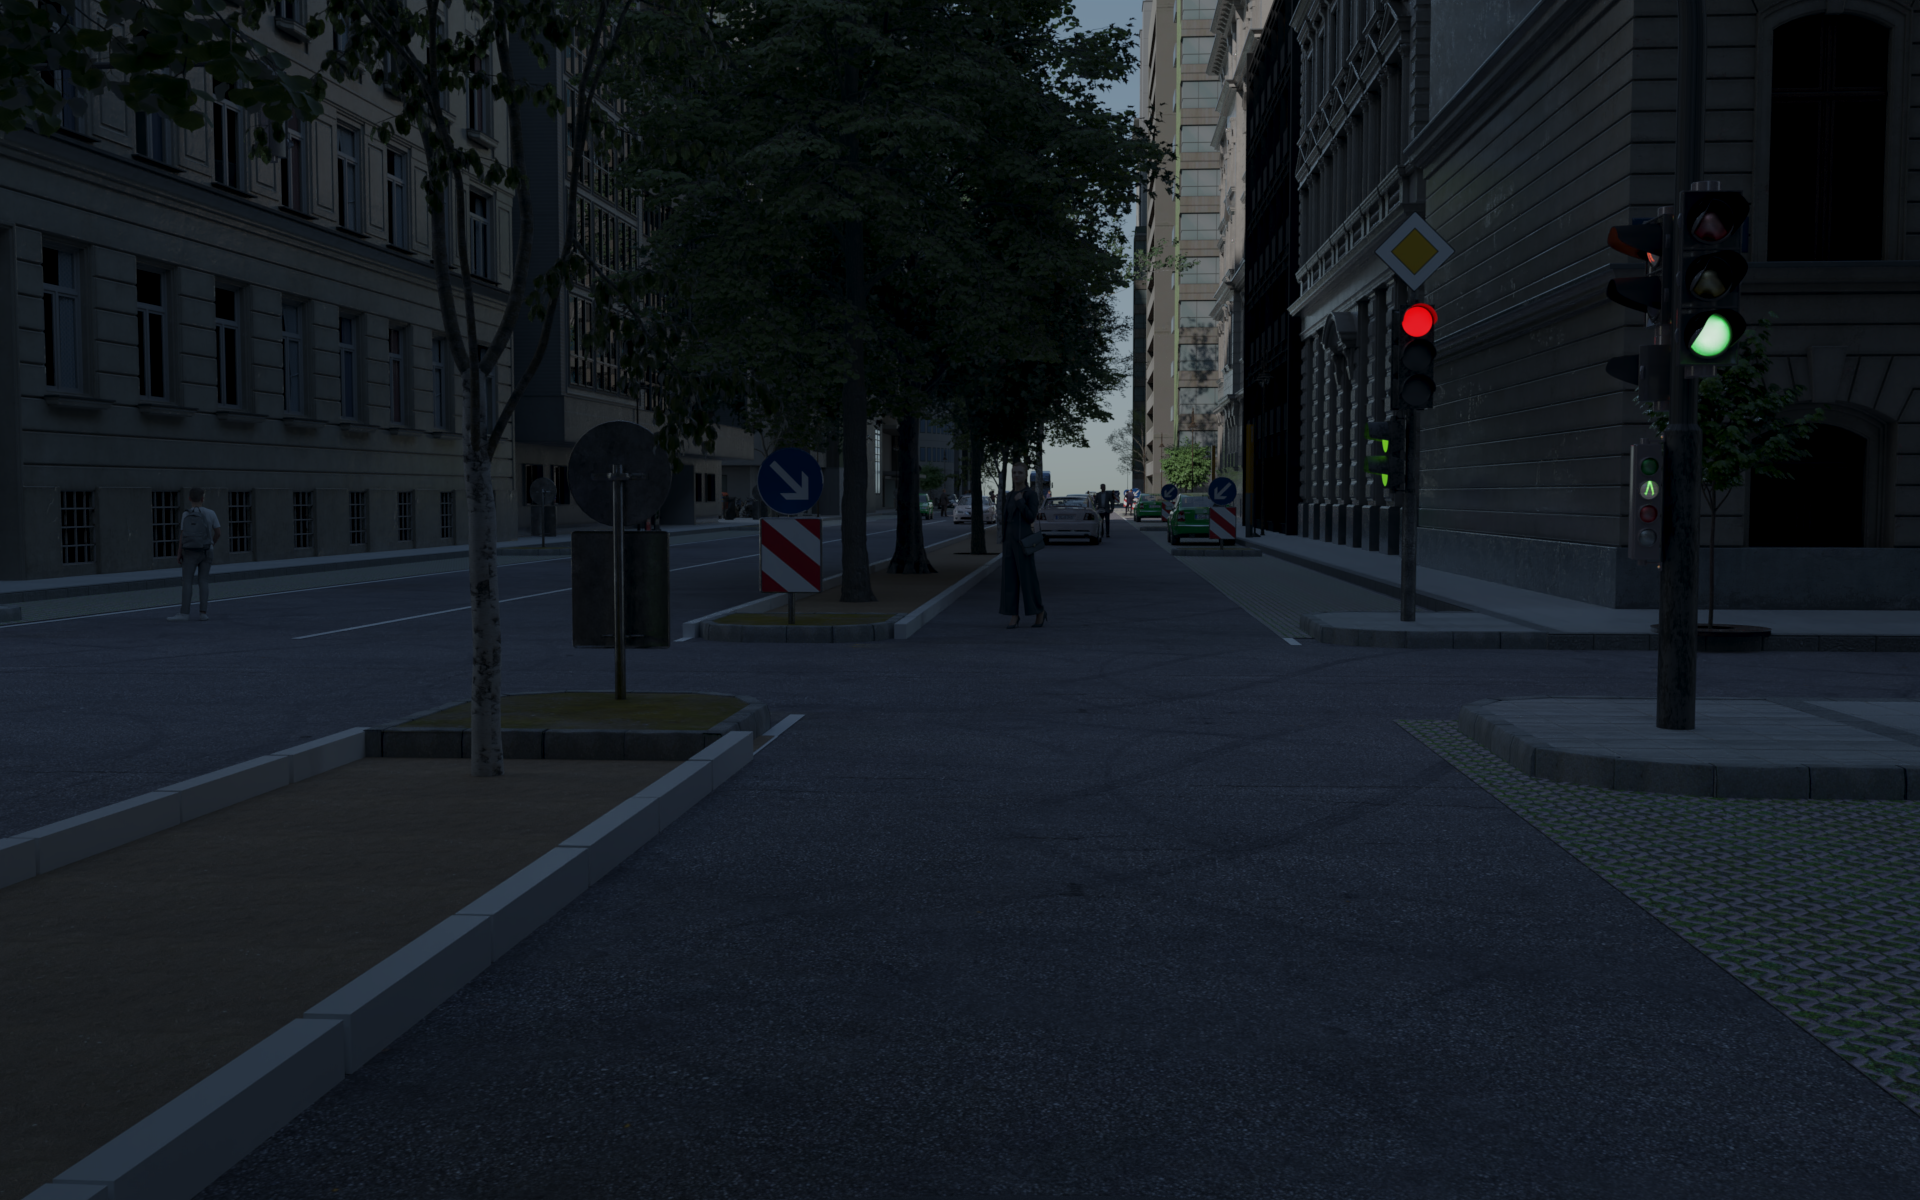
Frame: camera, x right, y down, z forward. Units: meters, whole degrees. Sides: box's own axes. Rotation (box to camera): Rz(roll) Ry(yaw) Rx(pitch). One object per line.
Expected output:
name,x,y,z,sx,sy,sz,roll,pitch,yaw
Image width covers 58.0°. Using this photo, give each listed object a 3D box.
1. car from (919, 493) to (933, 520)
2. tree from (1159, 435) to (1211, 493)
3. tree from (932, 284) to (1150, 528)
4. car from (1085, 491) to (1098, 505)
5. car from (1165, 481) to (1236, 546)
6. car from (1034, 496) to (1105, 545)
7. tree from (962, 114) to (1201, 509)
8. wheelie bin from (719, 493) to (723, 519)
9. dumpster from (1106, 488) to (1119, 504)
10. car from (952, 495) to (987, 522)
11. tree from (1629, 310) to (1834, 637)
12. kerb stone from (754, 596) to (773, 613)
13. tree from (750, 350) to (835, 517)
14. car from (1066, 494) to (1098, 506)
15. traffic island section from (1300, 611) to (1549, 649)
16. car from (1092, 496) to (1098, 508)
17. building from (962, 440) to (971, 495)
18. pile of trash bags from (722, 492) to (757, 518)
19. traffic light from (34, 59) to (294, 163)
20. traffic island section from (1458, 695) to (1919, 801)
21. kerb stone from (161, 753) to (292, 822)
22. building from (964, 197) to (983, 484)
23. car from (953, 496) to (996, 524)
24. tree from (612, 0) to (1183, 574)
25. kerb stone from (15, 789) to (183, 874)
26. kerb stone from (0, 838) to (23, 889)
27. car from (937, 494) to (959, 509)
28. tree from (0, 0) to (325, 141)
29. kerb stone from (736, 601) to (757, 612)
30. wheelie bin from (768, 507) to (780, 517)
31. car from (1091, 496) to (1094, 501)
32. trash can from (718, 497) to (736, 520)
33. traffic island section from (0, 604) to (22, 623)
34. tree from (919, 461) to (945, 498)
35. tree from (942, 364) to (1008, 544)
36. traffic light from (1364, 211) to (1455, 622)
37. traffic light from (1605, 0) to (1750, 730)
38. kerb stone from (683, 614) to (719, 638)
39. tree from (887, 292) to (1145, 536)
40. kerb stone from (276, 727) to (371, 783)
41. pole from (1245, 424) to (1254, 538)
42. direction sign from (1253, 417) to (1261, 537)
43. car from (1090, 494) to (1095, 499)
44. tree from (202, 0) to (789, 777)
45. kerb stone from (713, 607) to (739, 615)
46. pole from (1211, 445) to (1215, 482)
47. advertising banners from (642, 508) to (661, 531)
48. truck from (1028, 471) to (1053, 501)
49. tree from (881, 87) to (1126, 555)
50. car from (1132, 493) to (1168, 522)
car,-2.471,-5.394,96.980,1.959,1.807,4.718,0,4,2
tree,12.726,-6.933,97.070,4.285,4.588,4.351,0,3,0
tree,2.741,-9.783,72.772,12.009,13.543,11.850,0,3,0
car,17.677,-13.754,233.548,2.281,1.827,5.304,0,4,4
car,6.851,-2.481,49.366,1.959,1.807,4.718,0,4,4
car,3.153,-2.314,50.193,2.083,1.381,4.827,0,4,6
tree,5.139,-13.908,85.745,12.611,20.169,13.585,0,3,0
wheelie bin,-12.594,-4.970,89.175,0.980,1.594,0.693,1,4,10
dumpster,21.867,-14.881,248.252,1.985,2.255,1.502,0,4,5
car,0.626,-4.811,90.656,2.014,1.417,4.499,0,4,2
tree,7.076,-1.302,15.896,1.663,3.219,1.824,0,3,0
kerb stone,-2.425,0.087,20.768,0.120,0.150,1.000,0,4,4
tree,-9.718,-9.404,88.174,8.767,10.594,7.601,-3,5,-43
car,5.995,-4.635,87.579,2.131,1.459,4.920,0,4,5
traffic island section,4.545,0.293,17.490,2.009,0.180,2.903,0,4,4
car,7.758,-5.870,108.550,1.945,1.354,3.894,0,4,6
building,-6.171,-26.981,212.839,14.160,30.474,14.107,0,4,4
pile of trash bags,-11.908,-5.074,92.704,1.912,1.369,3.447,1,4,22
traffic light,-9.518,-2.678,18.455,4.771,5.953,1.251,0,4,4
traffic island section,3.943,0.780,9.528,2.009,0.180,2.903,0,4,4
kerb stone,-3.388,0.868,7.996,0.120,0.150,1.000,0,4,4
building,-8.342,-35.453,234.285,22.147,44.769,28.867,0,4,4
car,0.740,-4.348,83.448,2.083,1.381,4.827,0,4,5
tree,-0.913,-6.806,30.745,9.611,12.733,9.660,0,3,0
kerb stone,-3.462,0.933,6.976,0.120,0.150,1.000,0,4,4
kerb stone,-3.540,0.993,5.957,0.120,0.150,1.000,0,4,4
car,-1.056,-8.939,155.940,2.009,1.686,4.222,0,4,4
tree,-2.686,-4.990,2.165,7.486,12.596,7.792,0,3,0
kerb stone,-2.500,0.150,19.749,0.120,0.150,1.000,0,4,4
wheelie bin,-9.967,-5.102,91.324,0.693,1.594,0.980,2,4,34
car,7.138,-5.522,102.280,2.014,1.417,4.499,0,4,6
trash can,-11.412,-4.525,85.631,0.748,1.137,0.748,0,3,0
traffic island section,-11.650,0.218,18.715,2.009,0.180,2.903,0,4,4
tree,-3.031,-11.386,169.869,4.285,4.588,4.351,0,3,0
tree,1.097,-5.899,49.262,4.737,8.622,4.395,0,3,0
traffic light,4.506,-1.741,17.379,0.839,4.253,0.868,0,4,4
traffic light,1.811,-2.126,9.433,4.771,5.953,1.251,0,4,4
kerb stone,-2.657,0.277,17.702,0.120,0.150,1.000,0,4,4
tree,1.291,-7.253,55.463,8.767,10.594,7.601,0,4,4
kerb stone,-3.303,0.806,9.028,0.120,0.150,1.000,0,4,4
pole,8.508,-3.488,50.865,0.158,3.312,0.155,0,3,0
direction sign,8.785,-3.640,51.512,0.379,3.537,0.876,1,4,15
car,15.646,-12.340,211.982,2.015,1.641,3.980,0,4,5
tree,-2.401,-3.393,8.292,4.360,8.622,3.978,0,3,0
kerb stone,-2.581,0.212,18.726,0.120,0.150,1.000,0,4,4
pole,10.601,-4.812,72.518,0.158,3.312,0.155,0,3,0
advertising banners,-10.232,-3.706,56.776,0.090,3.025,2.074,1,4,12
truck,9.745,-13.234,206.135,2.967,4.110,18.799,0,4,4
tree,0.332,-6.872,40.563,9.928,11.665,9.643,0,3,0
car,9.849,-4.893,88.788,1.959,1.807,4.718,0,4,3
